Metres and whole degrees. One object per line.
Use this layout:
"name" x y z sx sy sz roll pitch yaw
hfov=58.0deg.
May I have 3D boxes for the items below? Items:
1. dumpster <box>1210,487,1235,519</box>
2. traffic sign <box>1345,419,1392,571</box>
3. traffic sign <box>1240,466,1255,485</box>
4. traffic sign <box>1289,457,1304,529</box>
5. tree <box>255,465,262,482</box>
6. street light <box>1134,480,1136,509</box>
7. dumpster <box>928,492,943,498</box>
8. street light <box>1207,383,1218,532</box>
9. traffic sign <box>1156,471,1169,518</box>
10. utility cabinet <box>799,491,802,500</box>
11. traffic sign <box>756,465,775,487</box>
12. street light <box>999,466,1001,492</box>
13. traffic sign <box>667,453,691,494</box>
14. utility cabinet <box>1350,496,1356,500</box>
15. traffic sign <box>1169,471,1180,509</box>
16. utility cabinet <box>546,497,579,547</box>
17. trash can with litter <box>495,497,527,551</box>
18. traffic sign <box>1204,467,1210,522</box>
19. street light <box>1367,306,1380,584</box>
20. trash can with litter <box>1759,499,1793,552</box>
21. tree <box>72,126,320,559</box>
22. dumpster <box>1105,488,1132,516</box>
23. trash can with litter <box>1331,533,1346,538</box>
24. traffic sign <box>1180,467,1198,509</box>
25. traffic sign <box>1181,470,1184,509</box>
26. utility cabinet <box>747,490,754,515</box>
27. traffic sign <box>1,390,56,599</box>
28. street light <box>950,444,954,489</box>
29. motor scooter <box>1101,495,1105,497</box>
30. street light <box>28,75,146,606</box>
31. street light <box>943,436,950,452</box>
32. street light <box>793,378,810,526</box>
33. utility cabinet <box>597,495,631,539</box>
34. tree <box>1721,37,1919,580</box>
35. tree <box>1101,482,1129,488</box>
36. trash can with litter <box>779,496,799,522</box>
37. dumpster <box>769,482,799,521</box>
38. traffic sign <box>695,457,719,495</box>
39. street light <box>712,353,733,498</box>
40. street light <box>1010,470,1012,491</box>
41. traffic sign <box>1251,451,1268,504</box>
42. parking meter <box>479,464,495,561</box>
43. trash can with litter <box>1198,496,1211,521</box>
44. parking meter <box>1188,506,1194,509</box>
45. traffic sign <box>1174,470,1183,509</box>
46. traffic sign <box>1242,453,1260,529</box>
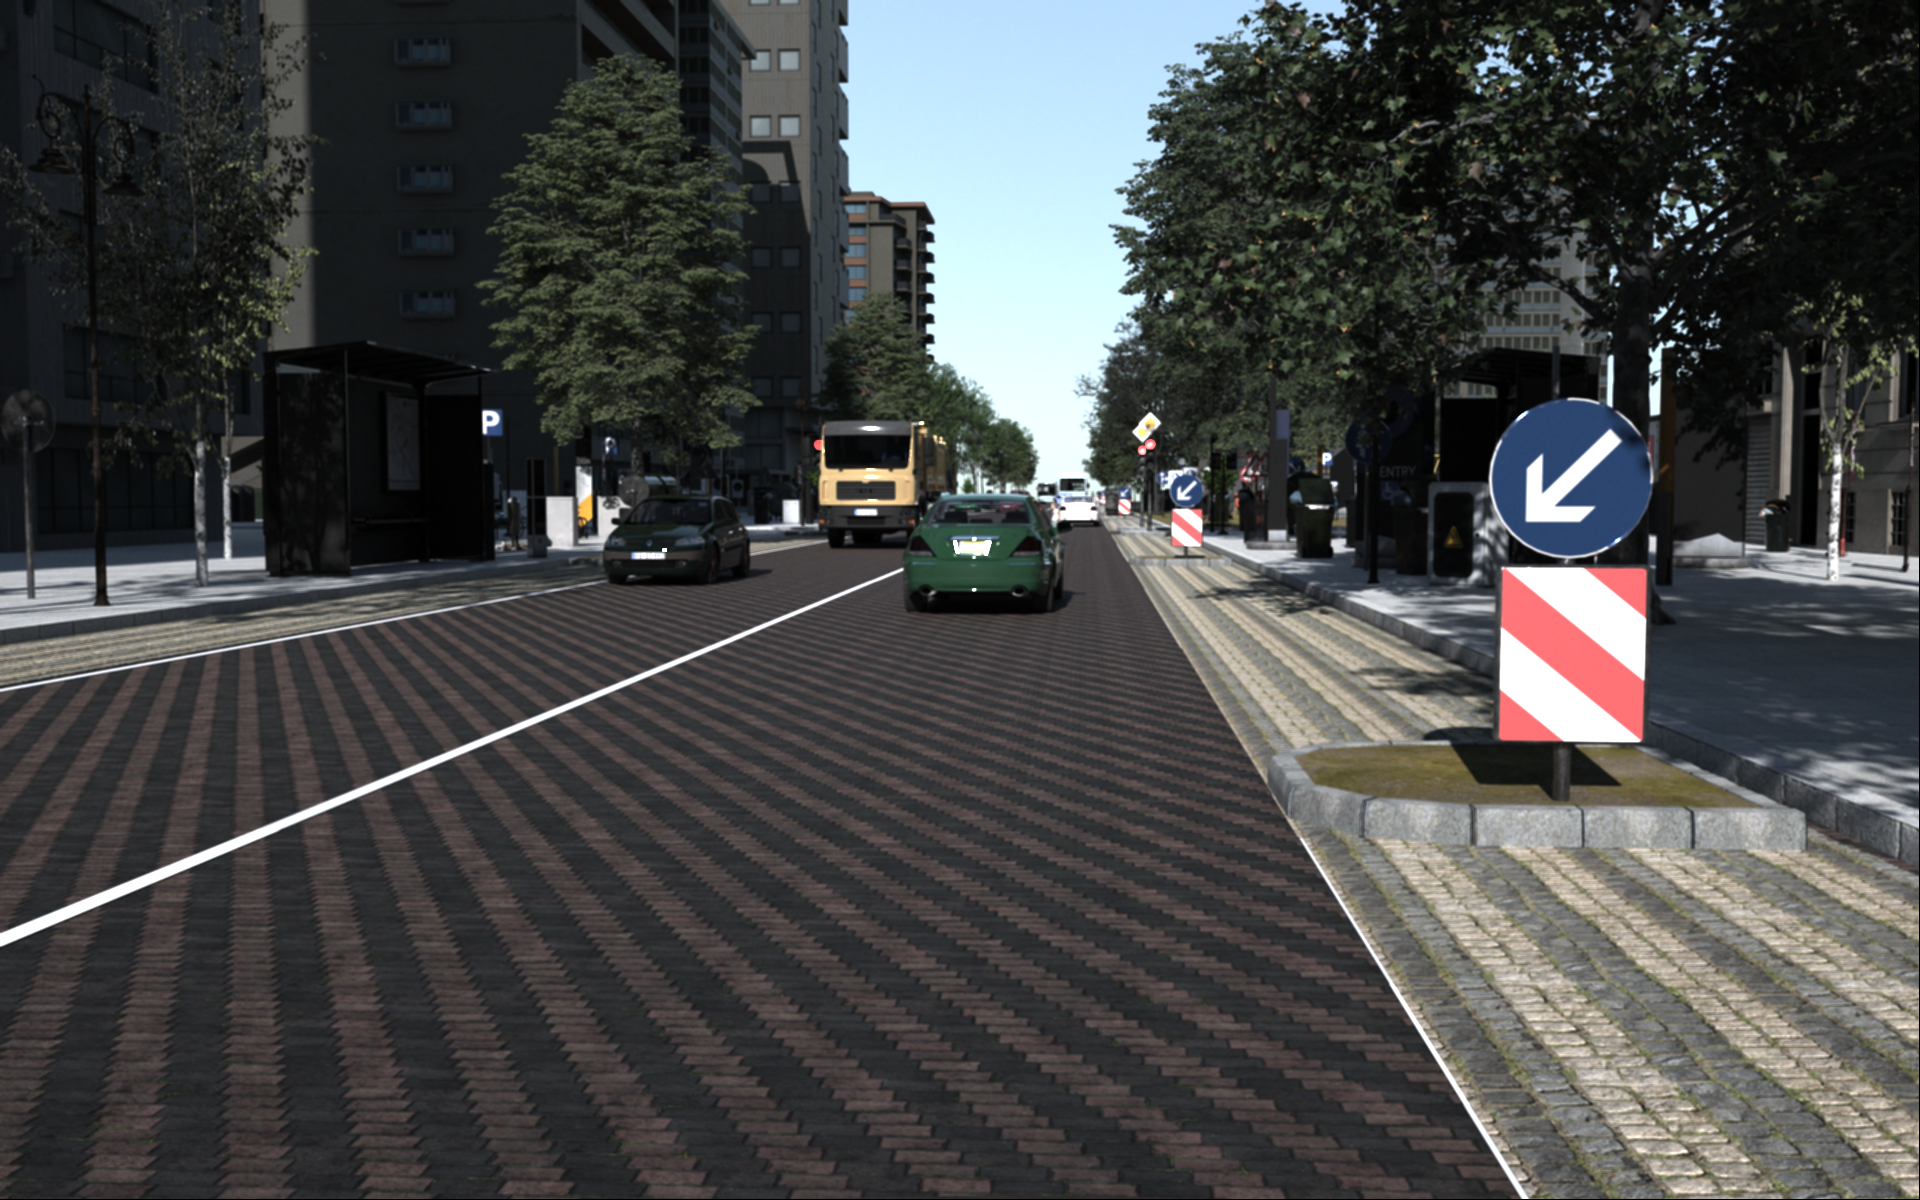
"dumpster" 13.348 -5.055 88.410 1.264 1.857 1.865 0 4 4
"traffic sign" 6.806 -1.764 28.944 0.768 2.556 0.104 1 4 9
"traffic sign" 13.002 -4.776 78.186 0.768 2.556 0.104 0 4 8
"traffic sign" 11.429 -3.621 59.308 0.768 2.556 0.104 1 4 10
"tree" -21.129 -3.648 54.245 1.663 3.219 1.824 0 3 0
"street light" 15.184 -10.862 150.388 0.468 5.910 1.993 0 4 4
"dumpster" -1.784 -7.866 134.362 1.264 1.857 1.865 0 4 4
"street light" 8.534 -5.238 58.436 0.468 5.910 1.993 0 4 4
"traffic sign" 11.041 -5.750 94.122 0.768 2.556 0.104 0 4 7
"utility cabinet" -11.623 -7.250 127.213 0.318 1.500 1.173 0 4 -4
"traffic sign" -8.701 -4.736 77.435 0.884 2.594 0.081 1 4 8
"street light" 5.314 -15.621 228.198 0.468 5.910 1.993 0 4 4
"traffic sign" -8.436 -3.167 51.892 0.768 2.556 0.104 1 4 12
"utility cabinet" 31.619 -7.869 139.822 1.020 1.237 0.306 2 4 35
"traffic sign" 9.476 -4.530 76.199 0.606 2.300 0.079 1 4 8
"utility cabinet" -9.836 -1.901 42.246 1.020 1.237 0.306 1 4 13
"trash can with litter" -10.456 -1.769 39.986 1.678 1.210 2.233 0 4 -5
"traffic sign" 11.612 -4.935 80.801 0.768 2.556 0.104 1 4 13
"street light" 5.917 -3.169 24.609 0.468 5.910 1.993 0 4 4
"trash can with litter" 18.157 -1.659 38.513 0.624 1.170 1.055 2 4 31
"tree" -14.761 -5.125 34.153 4.737 8.622 4.395 0 3 0
"dumpster" 10.485 -6.516 114.760 1.865 1.857 1.264 0 4 5
"trash can with litter" 11.371 -2.409 50.447 2.233 1.210 1.678 -1 4 -23
"traffic sign" 8.852 -3.934 66.453 0.606 2.300 0.079 1 4 13
"traffic sign" 11.813 -5.607 91.776 0.768 2.556 0.104 1 4 11
"utility cabinet" -11.979 -5.741 102.549 1.173 1.500 0.318 0 4 6
"traffic sign" -11.383 -1.287 21.151 0.768 2.556 0.104 1 4 12
"street light" -0.684 -10.547 145.224 0.468 5.910 1.993 0 4 4
"motor scooter" 21.838 -15.361 263.923 0.815 1.314 1.986 0 4 3
"street light" -9.847 -2.869 19.698 0.468 5.910 1.993 0 4 4
"street light" -1.308 -10.096 137.853 0.468 5.910 1.993 0 4 4
"street light" -6.282 -5.889 69.072 0.468 5.910 1.993 0 4 4
"utility cabinet" -9.758 -2.325 49.182 1.020 1.237 0.306 1 4 12
"tree" 13.255 -4.598 25.542 4.737 8.622 4.395 0 3 0
"tree" 26.453 -22.739 289.905 7.486 12.596 7.792 0 3 0
"trash can with litter" -7.874 -4.180 79.733 1.055 1.170 0.624 2 4 32
"dumpster" -8.494 -4.725 83.007 1.264 1.857 1.865 0 4 4
"traffic sign" -8.731 -3.654 59.753 0.884 2.594 0.081 1 4 13
"street light" -7.345 -4.958 53.846 0.468 5.910 1.993 0 4 4
"street light" 7.798 -17.746 262.926 0.468 5.910 1.993 0 4 4
"traffic sign" 9.326 -3.238 52.941 0.884 2.594 0.081 0 4 5
"parking meter" -9.183 -1.696 33.440 0.255 1.863 0.399 -3 5 -41
"trash can with litter" 12.954 -5.062 93.819 1.678 1.210 2.233 -1 4 -20
"parking meter" 12.829 -5.373 96.254 0.372 1.533 0.369 0 3 0
"traffic sign" 11.398 -5.550 90.841 0.768 2.556 0.104 0 4 7
"traffic sign" 9.312 -3.336 54.550 0.884 2.594 0.081 0 4 8
